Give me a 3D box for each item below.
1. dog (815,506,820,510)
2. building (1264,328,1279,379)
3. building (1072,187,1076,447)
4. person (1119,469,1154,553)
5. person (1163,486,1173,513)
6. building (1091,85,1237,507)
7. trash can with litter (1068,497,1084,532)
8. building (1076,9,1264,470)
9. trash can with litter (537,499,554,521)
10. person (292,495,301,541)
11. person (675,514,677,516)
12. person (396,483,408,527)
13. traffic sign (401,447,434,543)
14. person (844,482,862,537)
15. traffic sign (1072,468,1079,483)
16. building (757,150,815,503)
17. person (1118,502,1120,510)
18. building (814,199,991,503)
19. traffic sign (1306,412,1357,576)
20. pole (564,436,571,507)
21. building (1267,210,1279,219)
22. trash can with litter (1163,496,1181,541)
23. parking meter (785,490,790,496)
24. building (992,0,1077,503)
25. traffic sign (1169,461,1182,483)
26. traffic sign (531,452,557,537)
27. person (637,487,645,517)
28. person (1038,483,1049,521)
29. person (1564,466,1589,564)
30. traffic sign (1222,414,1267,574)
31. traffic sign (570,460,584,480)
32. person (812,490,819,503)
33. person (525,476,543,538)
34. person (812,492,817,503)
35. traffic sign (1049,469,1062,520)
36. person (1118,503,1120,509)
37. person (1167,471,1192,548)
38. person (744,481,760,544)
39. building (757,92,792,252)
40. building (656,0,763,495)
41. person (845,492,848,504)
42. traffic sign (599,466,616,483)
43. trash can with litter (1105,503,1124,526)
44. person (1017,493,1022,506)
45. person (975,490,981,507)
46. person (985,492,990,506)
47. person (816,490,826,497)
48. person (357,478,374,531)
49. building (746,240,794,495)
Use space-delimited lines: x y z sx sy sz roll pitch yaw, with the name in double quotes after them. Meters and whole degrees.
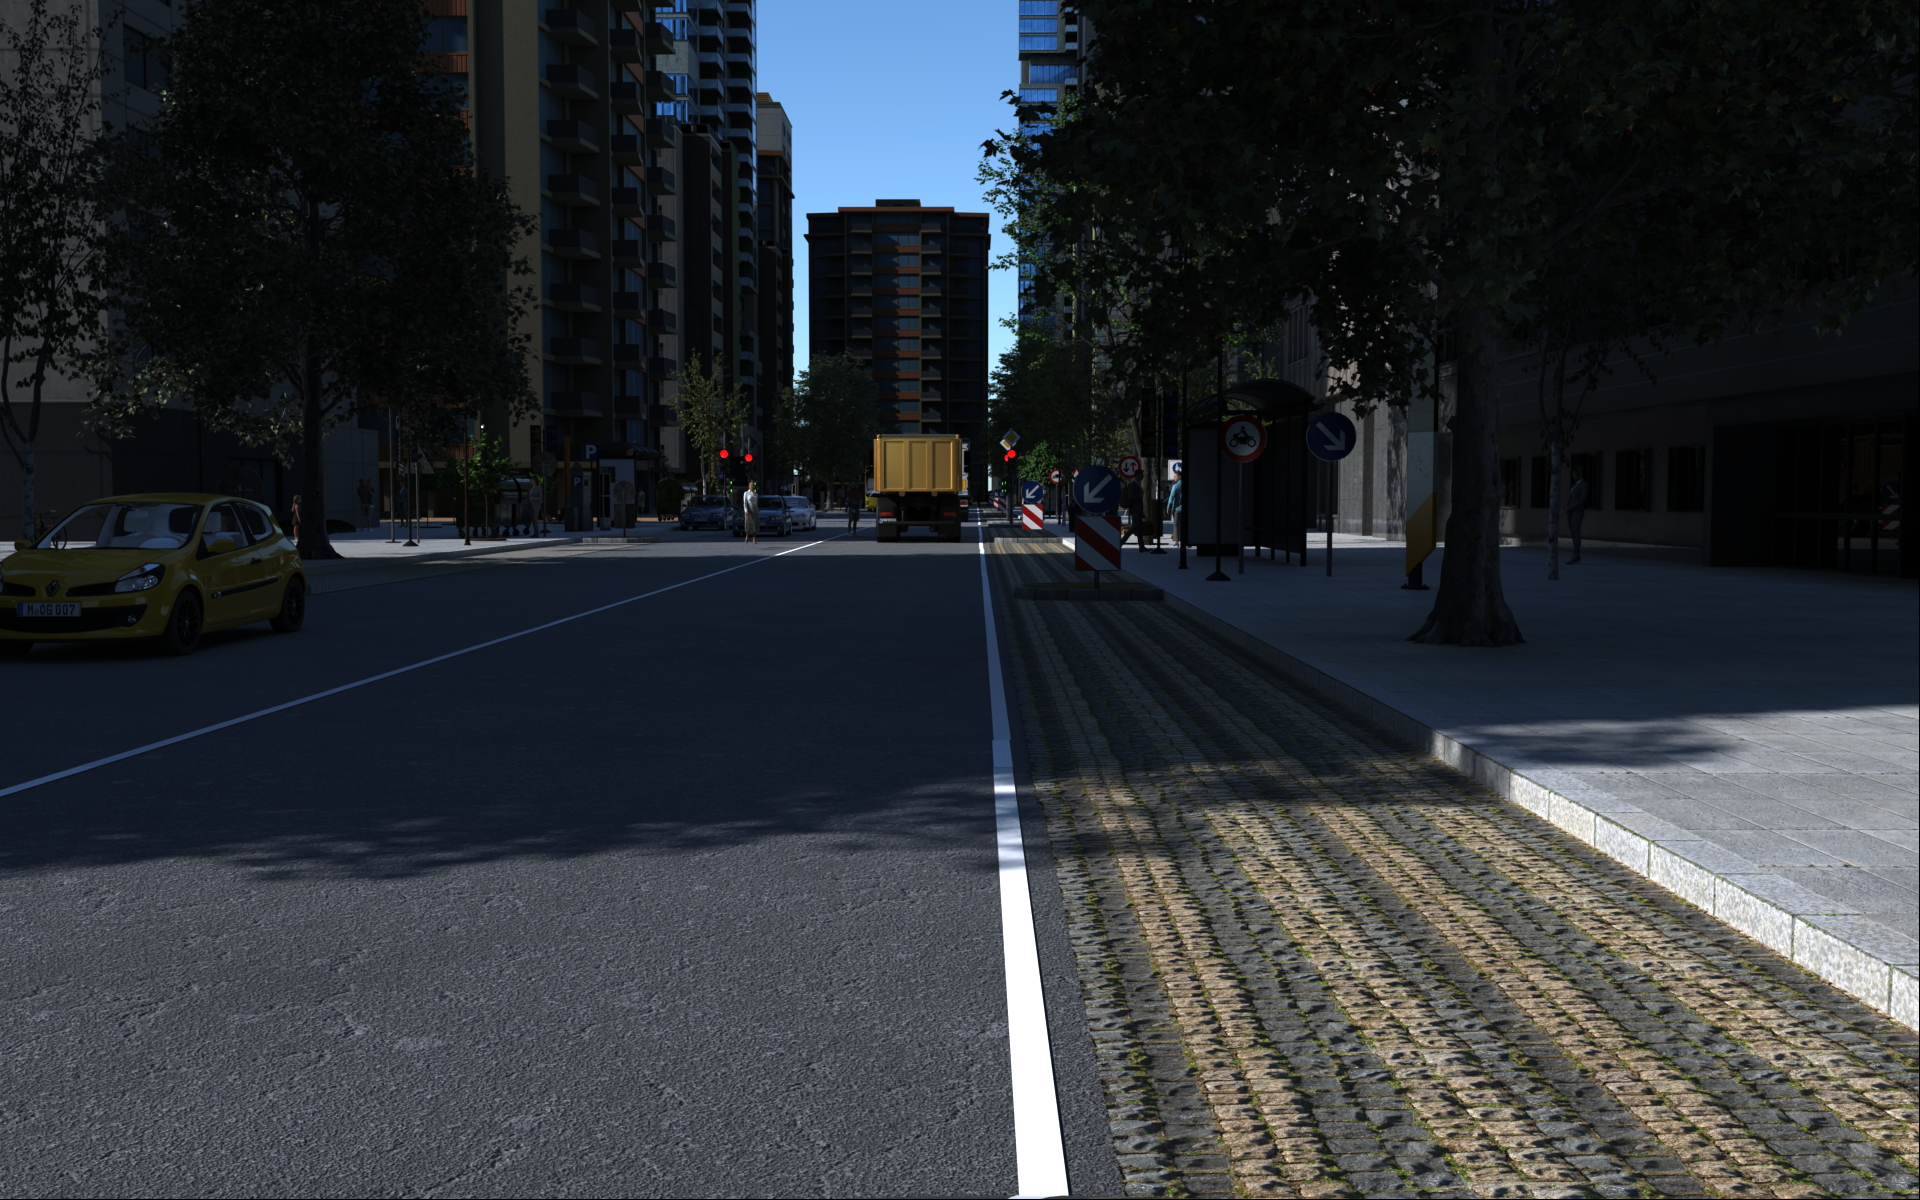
-11.302 -7.306 137.195 0.748 0.427 0.550 0 4 3 "dog"
39.076 -27.262 217.432 14.107 30.474 14.160 0 4 1 "building"
21.051 -32.649 217.407 14.154 41.232 14.086 0 4 1 "building"
3.825 -1.951 37.914 0.822 1.834 0.622 0 4 8 "person"
13.319 -6.448 111.458 0.713 1.824 0.794 -2 4 -29 "person"
20.209 -30.053 174.964 14.154 41.232 14.086 0 4 1 "building"
4.107 -2.840 57.818 1.055 1.170 0.624 0 4 6 "trash can with litter"
23.663 -39.984 195.744 21.231 58.520 28.212 0 4 1 "building"
-19.940 -4.377 82.945 1.055 1.170 0.624 2 4 27 "trash can with litter"
-18.244 -2.269 47.809 0.373 1.253 0.362 -1 4 -9 "person"
-16.468 -5.763 100.461 0.583 1.804 0.606 -3 4 -39 "person"
-21.562 -3.705 66.901 0.520 1.790 0.573 0 4 -4 "person"
-14.065 -2.747 44.917 0.884 2.594 0.081 0 4 7 "traffic sign"
-3.610 -3.055 58.427 0.573 1.828 0.580 1 4 13 "person"
5.713 -5.193 84.904 0.884 2.594 0.081 1 4 9 "traffic sign"
-33.832 -34.197 213.742 28.867 44.769 22.147 0 4 1 "building"
12.818 -8.283 141.597 0.853 1.813 0.709 -2 4 -23 "person"
-9.859 -37.016 259.834 28.867 44.769 22.147 0 4 1 "building"
5.756 -1.640 26.924 0.768 2.556 0.104 0 4 7 "traffic sign"
-13.892 -4.125 61.289 0.158 3.312 0.155 0 3 0 "pole"
49.544 -41.143 261.928 27.495 52.752 28.713 0 4 1 "building"
5.968 -2.166 46.802 0.624 1.170 1.055 -1 4 -14 "trash can with litter"
-11.591 -6.614 116.546 0.372 1.533 0.369 0 3 0 "parking meter"
20.264 -57.790 257.539 31.000 86.520 22.319 0 4 1 "building"
6.559 -3.055 52.076 0.606 2.300 0.079 0 4 2 "traffic sign"
-12.439 -3.163 51.818 0.768 2.556 0.104 0 4 1 "traffic sign"
-18.146 -5.591 98.456 0.522 1.701 0.512 3 5 41 "person"
3.981 -4.701 83.092 0.537 1.800 0.526 1 4 9 "person"
11.218 -1.555 31.741 0.573 1.790 0.520 -1 4 -23 "person"
4.523 -1.693 27.783 0.768 2.556 0.104 0 4 4 "traffic sign"
-14.365 -3.974 64.979 0.884 2.594 0.081 0 4 4 "traffic sign"
-19.336 -13.728 230.120 1.348 1.869 0.705 0 4 0 "person"
-12.641 -2.746 51.140 0.606 1.804 0.583 2 4 26 "person"
-19.755 -13.988 238.033 1.217 1.723 0.721 -2 4 -29 "person"
4.878 -5.327 87.200 0.768 2.556 0.104 0 4 6 "traffic sign"
13.346 -8.545 145.850 0.679 1.850 0.850 2 4 25 "person"
5.294 -2.180 41.554 0.638 1.841 0.748 0 4 -8 "person"
-6.025 -2.513 49.819 0.478 1.798 0.641 -1 4 -23 "person"
-39.212 -43.748 257.282 28.212 58.520 21.231 0 4 1 "building"
-30.768 -52.487 170.839 22.319 86.520 31.000 0 4 1 "building"
-14.652 -13.245 223.049 0.683 1.767 0.568 -3 4 -37 "person"
-13.045 -3.792 64.127 0.606 2.300 0.079 0 4 5 "traffic sign"
5.789 -3.646 70.667 2.233 1.210 1.678 0 4 5 "trash can with litter"
6.385 -11.105 188.059 0.568 1.767 0.683 2 4 25 "person"
2.031 -11.190 191.416 0.705 1.831 1.348 2 4 29 "person"
3.117 -11.293 193.960 1.217 1.723 0.721 2 4 34 "person"
-16.874 -12.441 209.416 1.348 1.831 0.705 -1 4 -14 "person"
-20.467 -3.289 59.796 0.580 1.828 0.573 -3 5 -42 "person"
-26.406 -25.891 195.021 14.160 30.474 14.107 0 4 1 "building"
